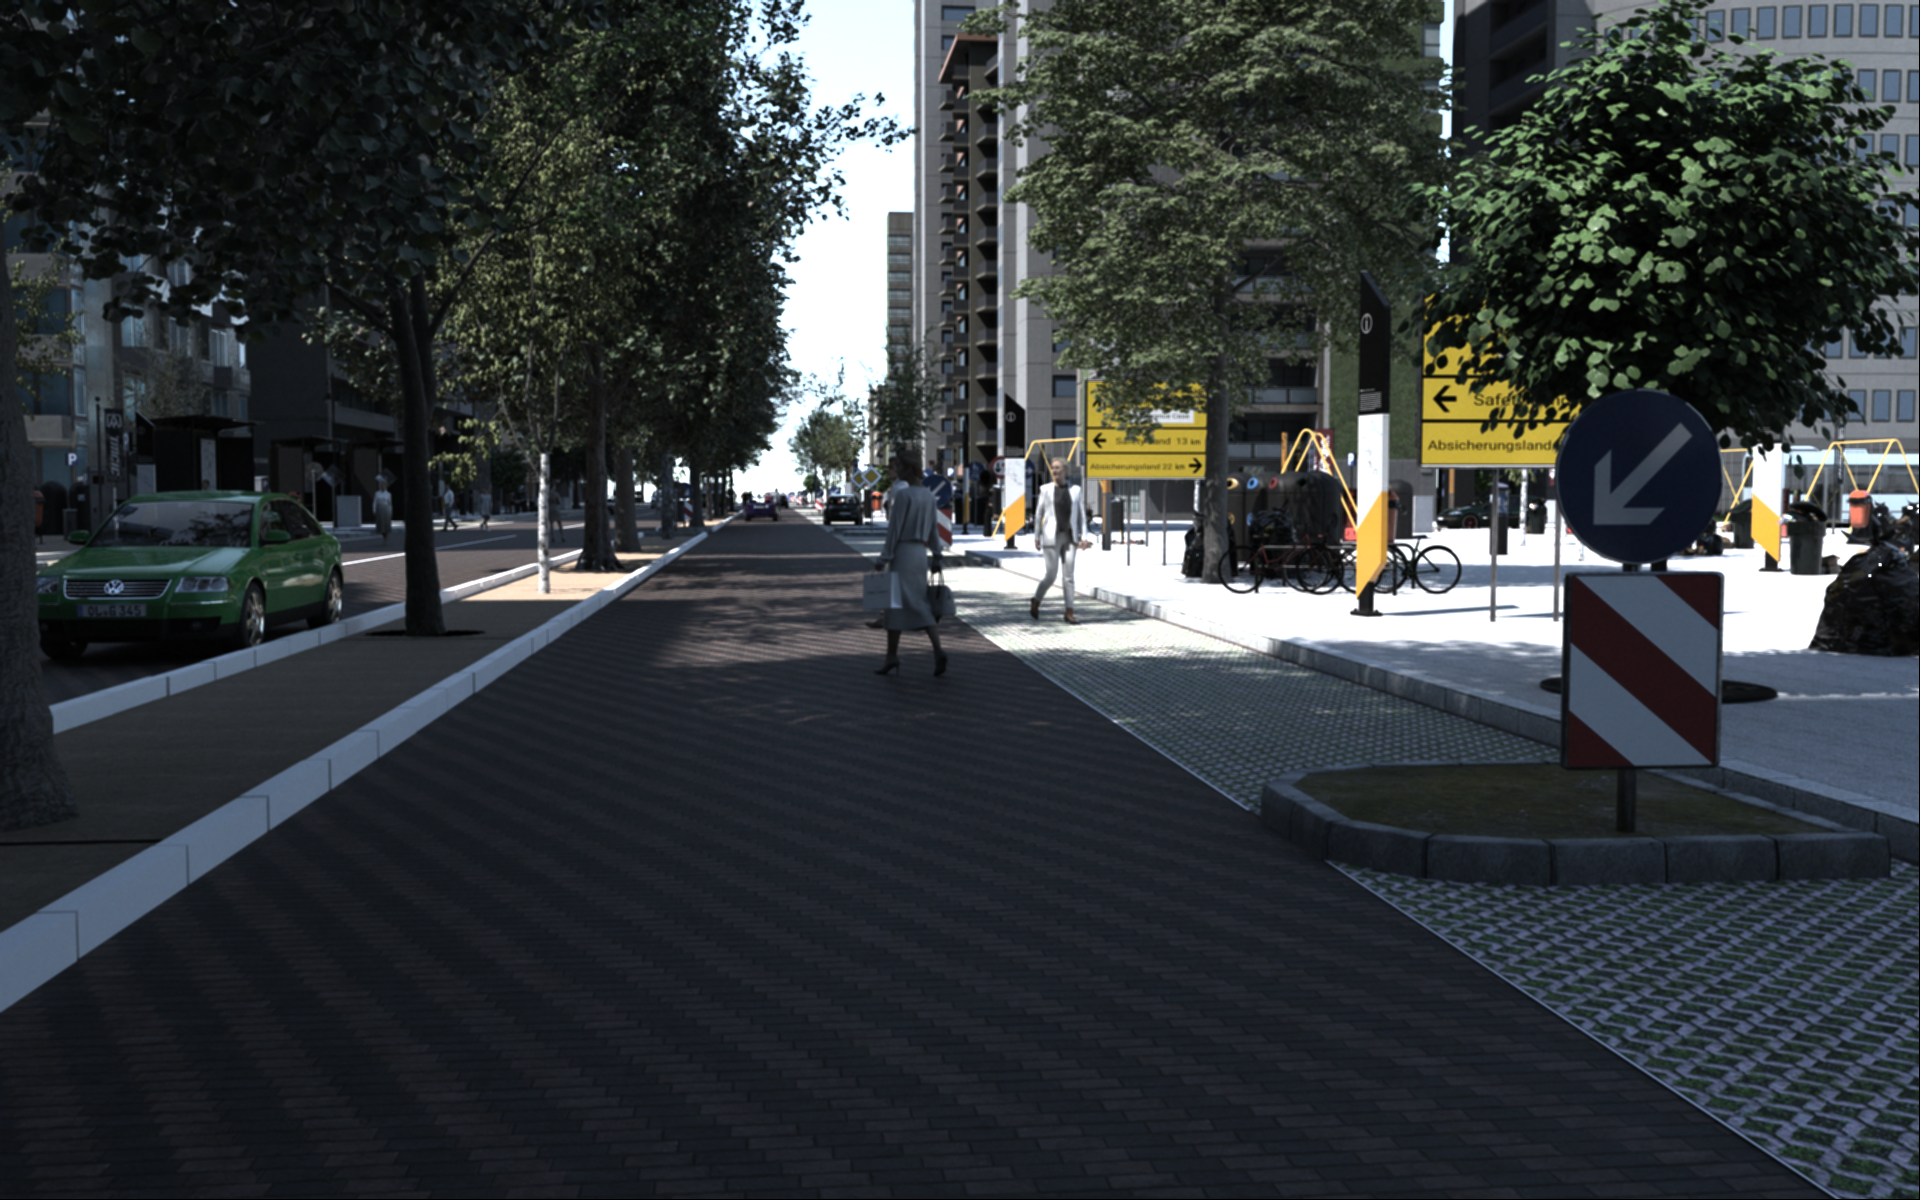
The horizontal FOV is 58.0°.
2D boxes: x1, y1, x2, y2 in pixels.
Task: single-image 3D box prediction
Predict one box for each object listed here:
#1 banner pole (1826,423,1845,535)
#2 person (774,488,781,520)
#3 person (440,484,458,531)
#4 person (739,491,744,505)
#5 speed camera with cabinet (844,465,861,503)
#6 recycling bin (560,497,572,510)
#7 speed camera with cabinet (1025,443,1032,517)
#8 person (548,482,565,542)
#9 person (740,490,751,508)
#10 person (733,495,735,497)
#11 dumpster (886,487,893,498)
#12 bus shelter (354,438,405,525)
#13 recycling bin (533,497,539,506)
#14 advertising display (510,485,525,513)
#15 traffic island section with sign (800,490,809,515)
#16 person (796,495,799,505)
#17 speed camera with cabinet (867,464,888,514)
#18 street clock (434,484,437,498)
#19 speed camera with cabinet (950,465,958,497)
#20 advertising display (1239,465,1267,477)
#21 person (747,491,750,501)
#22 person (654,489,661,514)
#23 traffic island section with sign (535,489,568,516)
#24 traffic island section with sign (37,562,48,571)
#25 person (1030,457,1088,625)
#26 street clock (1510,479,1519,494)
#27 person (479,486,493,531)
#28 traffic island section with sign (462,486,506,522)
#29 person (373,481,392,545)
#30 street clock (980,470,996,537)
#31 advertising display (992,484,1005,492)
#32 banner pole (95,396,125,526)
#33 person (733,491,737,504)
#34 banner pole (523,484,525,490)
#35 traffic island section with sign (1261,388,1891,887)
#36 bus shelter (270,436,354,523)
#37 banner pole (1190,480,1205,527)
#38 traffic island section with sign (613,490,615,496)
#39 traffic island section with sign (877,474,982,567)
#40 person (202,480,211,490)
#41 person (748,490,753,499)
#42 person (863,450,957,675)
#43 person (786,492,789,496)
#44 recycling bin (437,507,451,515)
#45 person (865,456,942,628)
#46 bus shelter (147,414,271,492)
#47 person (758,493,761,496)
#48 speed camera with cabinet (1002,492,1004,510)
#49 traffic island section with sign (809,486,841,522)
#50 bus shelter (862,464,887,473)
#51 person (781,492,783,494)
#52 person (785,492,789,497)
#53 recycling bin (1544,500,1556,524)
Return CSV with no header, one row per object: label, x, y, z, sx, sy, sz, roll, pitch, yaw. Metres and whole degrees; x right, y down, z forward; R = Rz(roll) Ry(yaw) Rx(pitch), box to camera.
banner pole,27.641,-3.945,54.524,0.401,3.779,0.863,0,4,5
person,-10.169,-5.368,96.491,0.478,1.798,0.641,-2,4,-29
person,-19.900,-3.594,67.368,0.679,1.850,0.850,3,5,43
person,-29.552,-13.917,235.974,1.348,1.831,0.705,1,4,23
speed camera with cabinet,-7.459,-7.610,118.759,0.660,3.252,2.038,0,4,5
recycling bin,-31.643,-7.740,139.096,0.722,1.027,0.722,-3,5,-45
speed camera with cabinet,3.168,-4.477,67.528,2.038,3.252,0.660,-2,4,-27
person,-12.202,-2.648,52.128,0.599,1.781,0.374,0,4,-8
person,-20.193,-9.471,163.378,1.348,1.821,0.705,-2,4,-30
person,-37.776,-16.960,286.531,1.217,1.736,0.721,-2,4,-24
dumpster,-3.942,-6.296,108.693,1.264,1.857,1.865,0,4,-6
bus shelter,-25.302,-5.174,75.877,1.731,3.624,6.357,0,4,-6
recycling bin,-33.420,-7.637,137.425,0.722,1.027,0.722,-3,5,-42
advertising display,-30.161,-6.896,117.961,0.974,1.923,0.123,-1,4,-15
traffic island section with sign,-9.544,-6.566,115.982,1.989,1.847,2.006,0,4,-6
person,-21.343,-13.453,229.012,0.434,1.755,0.990,-2,4,-34
speed camera with cabinet,-5.363,-7.256,112.979,0.660,3.252,2.038,-2,4,-28
street clock,-38.065,-7.393,125.442,0.358,2.002,0.471,-2,4,-23
speed camera with cabinet,-0.450,-7.715,120.472,0.660,3.252,2.038,0,4,3
advertising display,6.588,-2.067,39.005,0.123,1.923,0.974,3,5,43
person,-23.553,-11.277,193.555,0.721,1.739,1.217,0,4,3
person,-21.920,-7.157,125.865,0.624,1.780,0.694,-2,4,-34
traffic island section with sign,-27.110,-6.505,114.992,1.989,1.847,2.006,0,4,-6
traffic island section with sign,-17.994,-1.417,31.793,1.989,1.847,2.006,0,4,-6
person,1.073,-0.658,19.140,0.514,1.842,0.818,-2,4,-29
street clock,27.483,-4.976,85.930,0.471,2.002,0.358,-3,5,-43
person,-18.357,-3.525,66.889,0.760,1.731,0.466,3,4,39
traffic island section with sign,-24.164,-4.859,88.065,1.989,1.847,2.006,0,4,-6
person,-16.186,-2.441,48.638,0.478,1.798,0.641,0,4,0
street clock,0.830,-2.883,51.710,0.358,2.002,0.471,-3,5,-44
advertising display,2.602,-6.588,112.923,0.974,1.923,0.123,0,4,1
banner pole,-21.921,-3.339,44.617,0.401,3.779,0.863,3,5,42
person,-33.698,-15.376,259.881,0.705,1.826,1.348,1,4,20
banner pole,-34.769,-8.983,136.892,0.863,3.779,0.401,1,4,17
traffic island section with sign,2.357,0.084,7.250,1.989,1.847,2.006,0,4,-6
bus shelter,-27.257,-4.983,72.762,1.731,3.624,6.357,0,4,-6
banner pole,9.433,-4.785,68.246,0.401,3.779,0.863,-3,4,-37
traffic island section with sign,-32.434,-9.487,163.741,1.989,1.847,2.006,0,4,-6
traffic island section with sign,-0.661,-1.602,34.829,1.989,1.847,2.006,0,4,-6
person,-19.749,-2.256,45.478,0.635,1.810,0.391,3,5,43
person,-22.479,-10.915,186.598,0.705,1.869,1.348,-3,4,-38
person,-0.386,-0.294,13.656,0.694,1.780,0.624,-3,4,-37
person,-29.510,-17.674,298.178,1.217,1.736,0.721,-3,4,-38
recycling bin,-31.730,-5.748,106.535,0.722,1.027,0.722,-2,4,-29
person,-0.590,-0.603,18.465,0.850,1.850,0.679,1,4,14
bus shelter,-23.291,-3.820,53.736,1.731,3.624,6.357,0,4,-6
person,-33.381,-17.018,288.205,0.593,1.643,0.415,-2,4,-33
speed camera with cabinet,3.307,-7.163,111.447,2.038,3.252,0.660,-3,5,-44
traffic island section with sign,-6.543,-4.889,88.558,1.989,1.847,2.006,0,4,-6
bus shelter,-6.694,-8.913,137.012,1.731,3.624,6.357,0,4,-6
person,-22.835,-13.065,222.794,1.217,1.739,0.721,2,4,27
person,-27.143,-15.869,268.675,1.217,1.735,0.721,0,4,-4
recycling bin,25.203,-3.751,73.890,0.722,1.027,0.722,1,4,9
